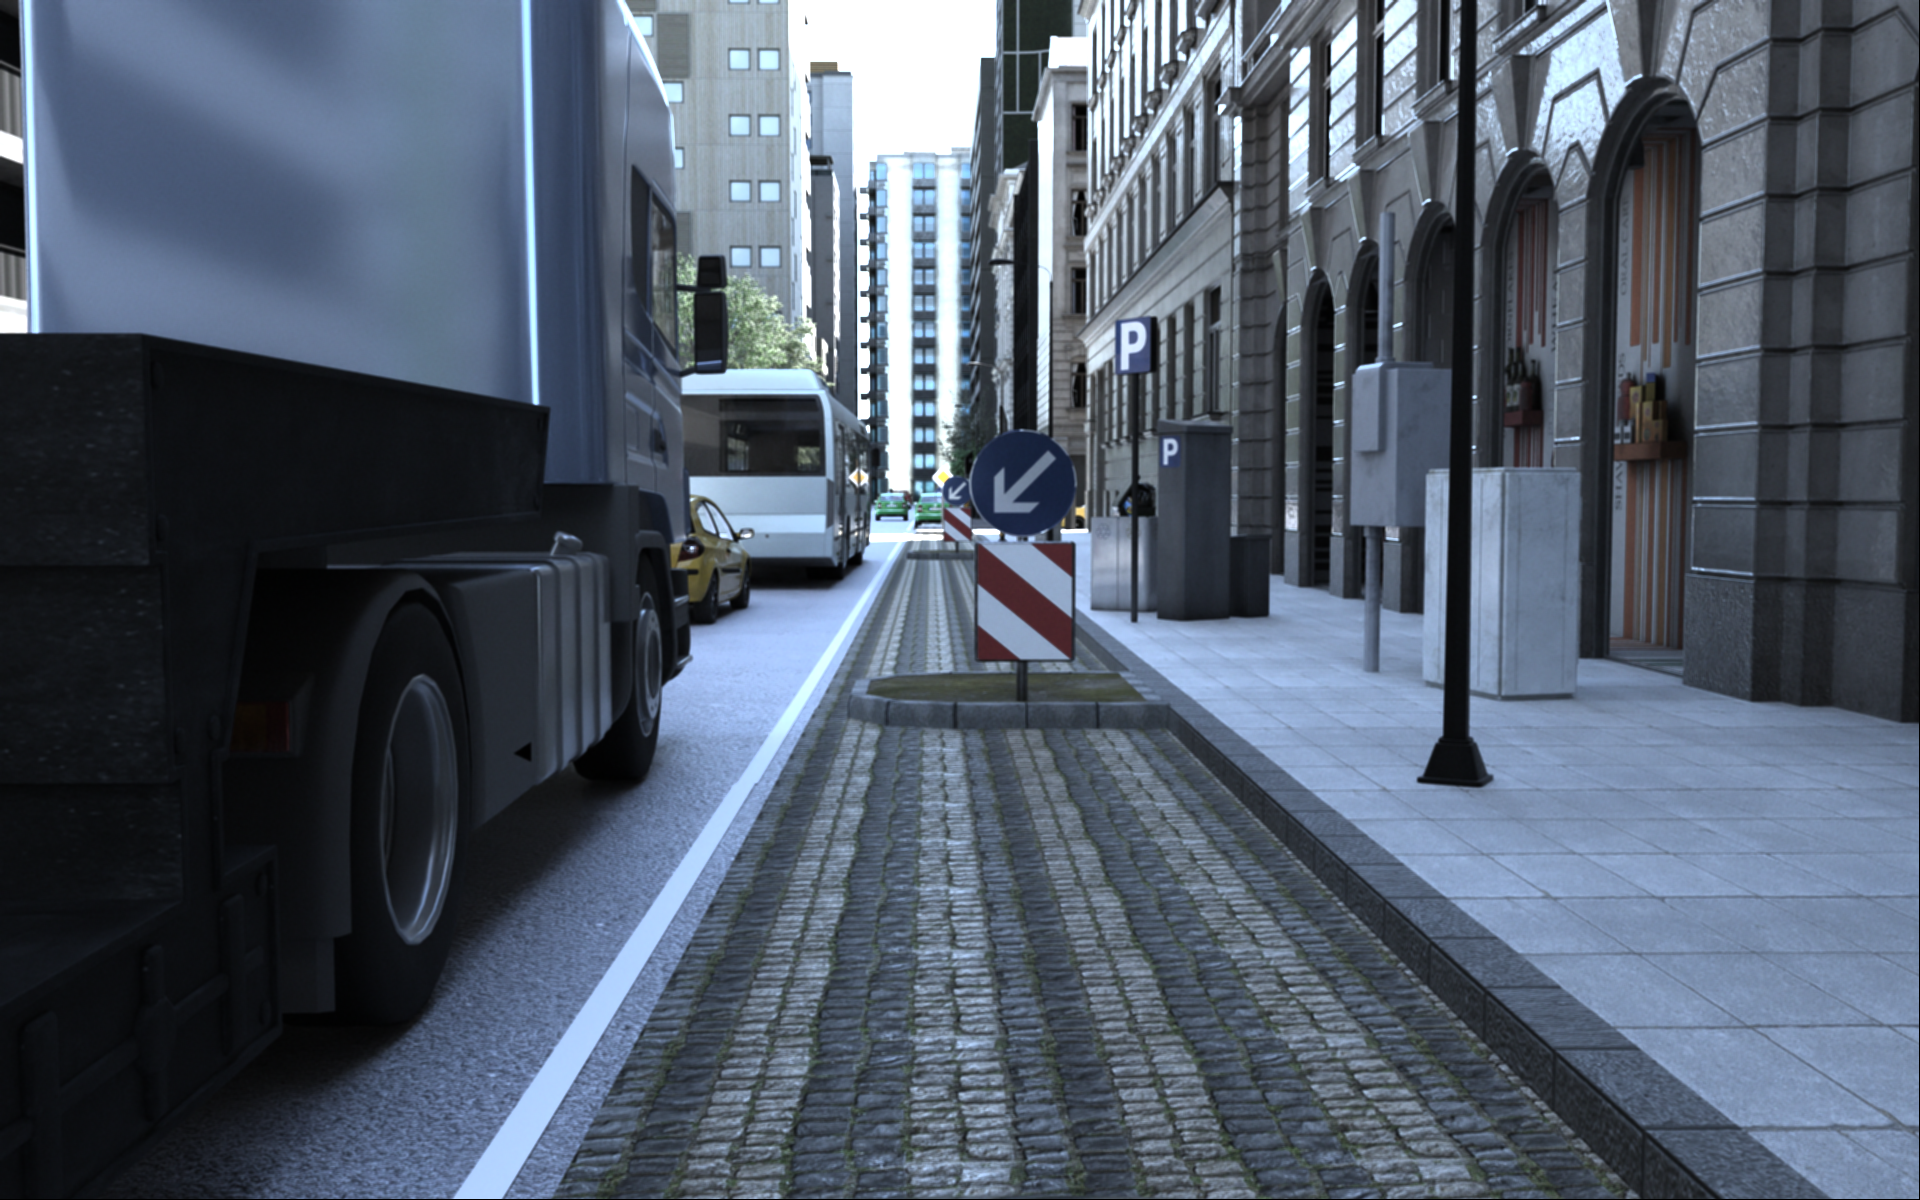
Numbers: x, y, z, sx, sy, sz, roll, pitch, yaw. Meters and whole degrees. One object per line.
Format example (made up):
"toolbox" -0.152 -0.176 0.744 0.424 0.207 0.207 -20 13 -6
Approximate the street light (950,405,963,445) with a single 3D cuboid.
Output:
"street light" 0.369 -7.199 90.250 1.470 5.913 1.316 0 4 -1

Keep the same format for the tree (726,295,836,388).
"tree" -11.034 -11.085 99.374 7.486 12.596 7.792 0 3 0

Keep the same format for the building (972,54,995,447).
"building" 12.491 -34.350 185.317 21.300 48.544 21.600 0 4 -1

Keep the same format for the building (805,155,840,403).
"building" -21.785 -32.243 210.769 14.086 41.232 14.154 0 4 -1

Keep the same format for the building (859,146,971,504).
"building" 1.407 -38.000 240.909 30.456 49.044 23.786 0 4 -1

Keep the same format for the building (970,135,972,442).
"building" 12.144 -35.678 207.033 21.300 48.544 21.600 0 4 -1

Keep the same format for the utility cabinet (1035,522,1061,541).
"utility cabinet" 2.301 -2.217 44.931 0.318 1.500 1.173 2 4 24

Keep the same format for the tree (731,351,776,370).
"tree" -10.658 -8.529 89.808 4.737 8.622 4.395 0 3 0

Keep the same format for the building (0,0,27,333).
"building" -22.072 -35.753 22.807 20.563 71.187 20.611 0 4 -1

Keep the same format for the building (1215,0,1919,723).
"building" 10.625 -10.726 17.177 13.314 21.916 24.055 0 4 -1

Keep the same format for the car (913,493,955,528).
"car" -1.031 -3.978 73.841 1.959 1.807 4.718 0 4 -1

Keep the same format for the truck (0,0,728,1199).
"truck" -2.574 -0.718 1.491 2.967 4.110 18.799 0 4 -1

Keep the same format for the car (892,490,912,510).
"car" -5.569 -9.350 161.545 2.281 1.827 5.304 0 4 -2

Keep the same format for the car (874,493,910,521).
"car" -3.696 -5.202 93.843 1.959 1.807 4.718 0 4 -2

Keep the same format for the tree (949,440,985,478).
"tree" 0.869 -7.437 105.306 4.285 4.588 4.351 0 3 0

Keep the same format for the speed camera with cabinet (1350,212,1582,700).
"speed camera with cabinet" 3.360 -1.060 11.663 0.660 3.252 2.038 -1 4 -15

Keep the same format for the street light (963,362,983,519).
"street light" 0.946 -5.425 61.236 1.470 5.913 1.316 0 4 -1

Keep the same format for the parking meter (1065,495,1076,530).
"parking meter" 3.910 -3.408 61.436 0.255 1.863 0.399 2 4 35

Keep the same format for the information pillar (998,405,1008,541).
"information pillar" 1.157 -3.347 46.073 0.183 3.616 0.504 1 4 19

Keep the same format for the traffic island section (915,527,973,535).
"traffic island section" -0.568 -2.391 61.372 2.009 0.180 2.903 0 4 -1

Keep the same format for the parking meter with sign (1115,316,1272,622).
"parking meter with sign" 2.426 -1.312 17.715 1.738 3.016 0.543 -2 4 -34

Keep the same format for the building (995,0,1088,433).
"building" 11.680 -44.360 163.543 20.563 71.187 20.611 0 4 -1

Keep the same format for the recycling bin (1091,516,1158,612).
"recycling bin" 1.922 -0.410 19.253 0.722 1.027 0.722 2 4 32

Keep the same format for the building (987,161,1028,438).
"building" 9.399 -21.124 132.764 14.401 28.519 23.554 0 4 -1

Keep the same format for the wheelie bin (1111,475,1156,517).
"wheelie bin" 2.881 -1.264 28.581 0.693 1.594 0.980 0 4 -4

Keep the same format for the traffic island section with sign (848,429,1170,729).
"traffic island section with sign" 0.271 -0.171 11.426 1.989 1.847 2.006 0 4 -1

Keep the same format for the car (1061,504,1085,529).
"car" 5.524 -3.365 65.245 3.980 1.641 2.015 0 4 -1

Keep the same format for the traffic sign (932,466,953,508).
"traffic sign" -0.591 -3.526 61.295 0.795 2.450 0.064 0 4 -1

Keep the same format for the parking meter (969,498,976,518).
"parking meter" 0.660 -5.083 91.514 0.372 1.533 0.369 0 3 0

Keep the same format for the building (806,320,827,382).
"building" -28.937 -20.873 186.310 27.650 21.520 28.899 0 4 -1

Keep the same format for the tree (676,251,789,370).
"tree" -11.149 -9.155 75.439 9.928 11.665 9.643 0 3 0

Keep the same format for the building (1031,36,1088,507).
"building" 12.499 -13.844 75.506 18.267 20.994 9.793 0 4 -1

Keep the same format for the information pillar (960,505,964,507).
"information pillar" 0.139 -7.329 124.315 0.304 2.012 0.304 0 4 6

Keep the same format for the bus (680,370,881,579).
"bus" -3.179 -2.284 32.203 2.948 3.499 13.247 0 4 0

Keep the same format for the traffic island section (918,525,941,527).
"traffic island section" -0.701 -2.879 69.356 2.009 0.180 2.903 0 4 -1

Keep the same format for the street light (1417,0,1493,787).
"street light" 1.675 -2.142 7.568 1.470 5.913 1.316 0 4 -1

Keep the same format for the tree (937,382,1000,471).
"tree" 0.840 -9.874 111.804 4.360 8.622 3.978 0 3 0

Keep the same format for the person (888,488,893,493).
"person" -4.503 -6.250 110.950 0.793 1.790 0.793 0 4 8

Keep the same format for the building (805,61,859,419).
"building" -28.168 -42.624 238.908 28.212 58.520 21.231 0 4 -1

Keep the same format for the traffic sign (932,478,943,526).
"traffic sign" -0.725 -4.014 69.278 0.795 2.450 0.064 0 4 -1

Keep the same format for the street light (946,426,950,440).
"street light" -0.229 -8.873 117.621 1.470 5.913 1.316 0 4 -1

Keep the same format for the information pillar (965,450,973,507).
"information pillar" 0.482 -6.199 92.701 0.504 3.616 0.183 -2 4 -32

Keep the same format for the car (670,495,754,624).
"car" -3.524 -0.631 20.546 2.015 1.641 3.980 0 4 1

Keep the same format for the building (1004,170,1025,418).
"building" 8.787 -17.267 111.198 11.050 23.489 19.941 0 4 -1

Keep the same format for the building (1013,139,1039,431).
"building" 9.394 -16.099 92.889 12.332 23.373 15.834 0 4 -1

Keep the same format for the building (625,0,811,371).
"building" -27.730 -34.719 156.886 28.713 52.752 27.495 0 4 -1

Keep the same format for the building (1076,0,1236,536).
"building" 11.739 -12.899 44.175 16.112 22.955 30.059 0 4 -1

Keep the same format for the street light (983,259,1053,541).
"street light" 1.258 -3.780 34.347 1.470 5.913 1.316 0 4 -1
